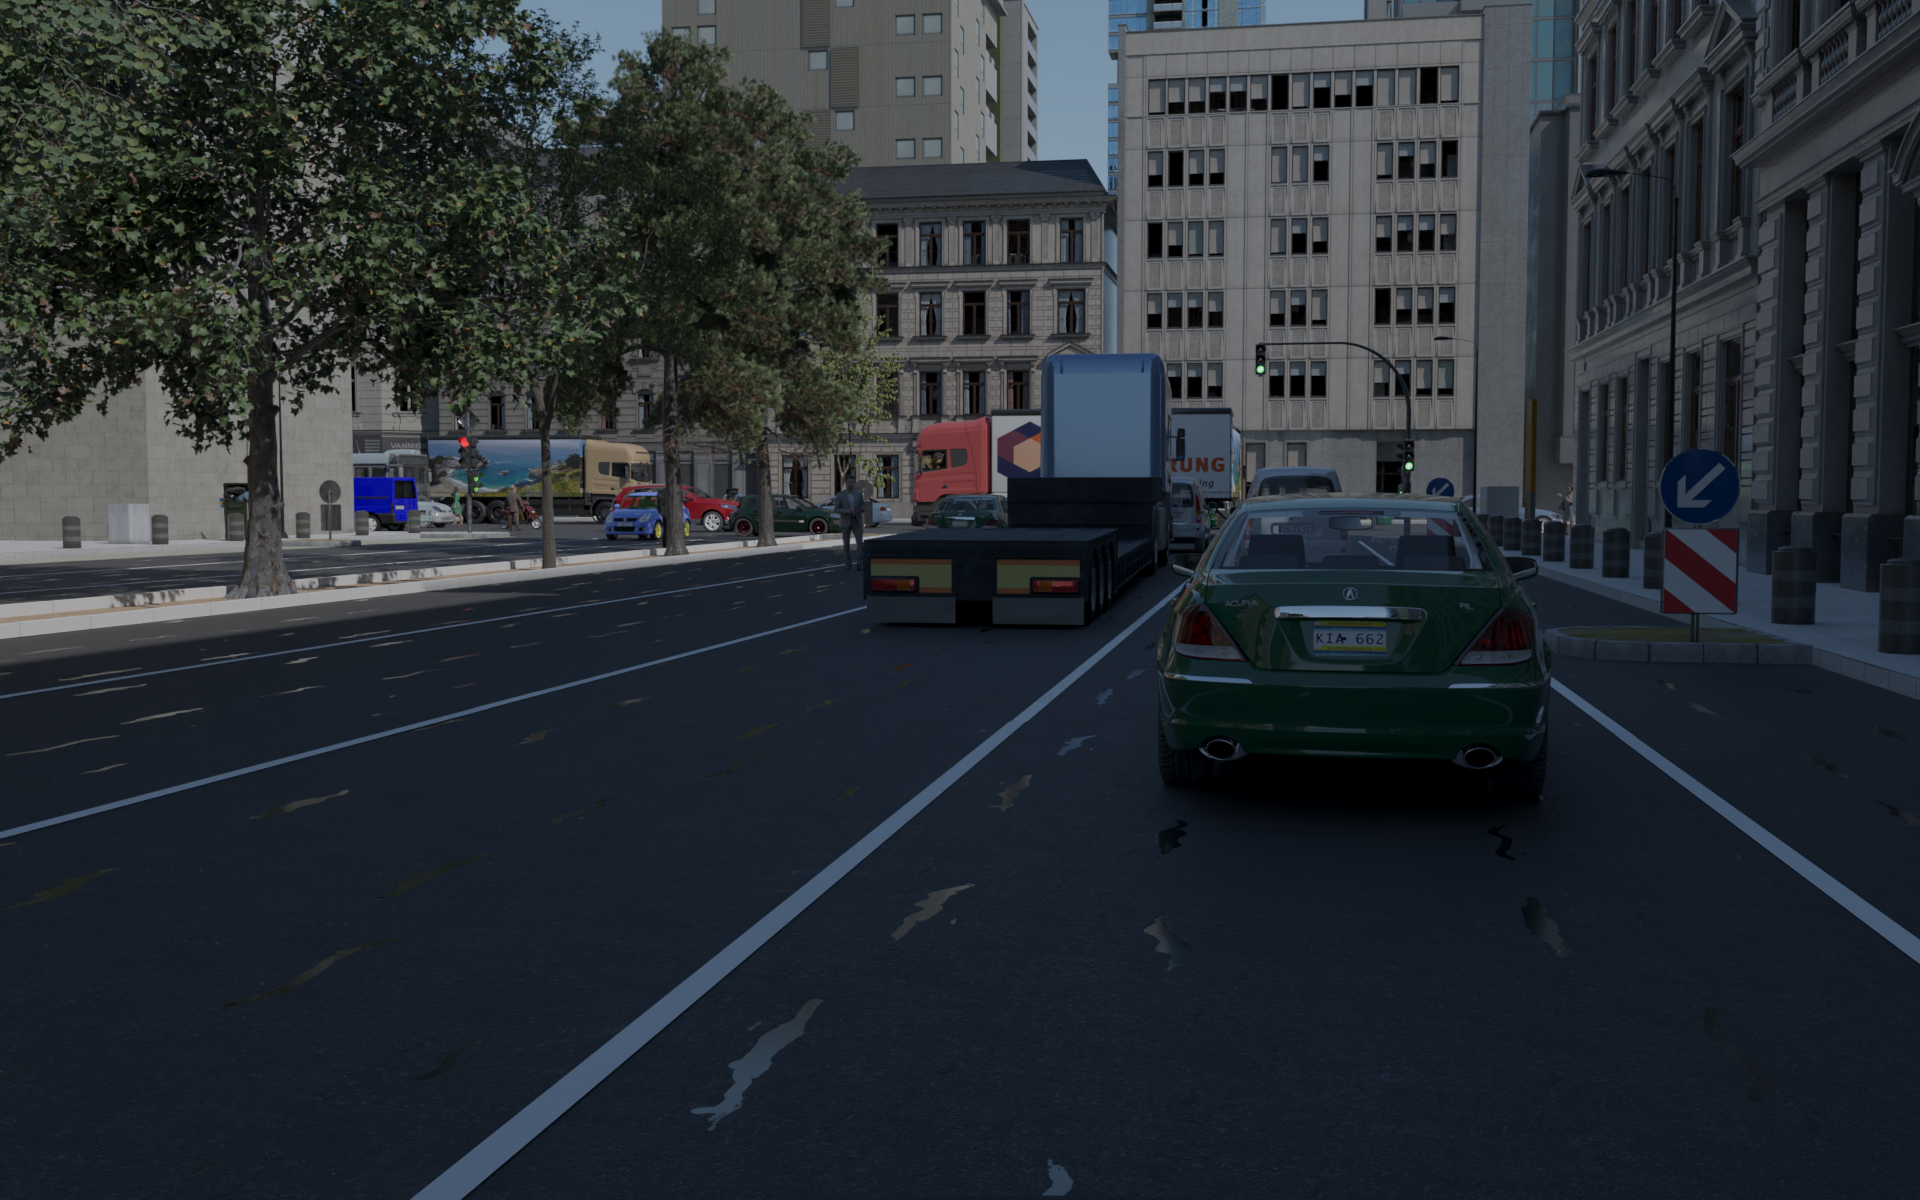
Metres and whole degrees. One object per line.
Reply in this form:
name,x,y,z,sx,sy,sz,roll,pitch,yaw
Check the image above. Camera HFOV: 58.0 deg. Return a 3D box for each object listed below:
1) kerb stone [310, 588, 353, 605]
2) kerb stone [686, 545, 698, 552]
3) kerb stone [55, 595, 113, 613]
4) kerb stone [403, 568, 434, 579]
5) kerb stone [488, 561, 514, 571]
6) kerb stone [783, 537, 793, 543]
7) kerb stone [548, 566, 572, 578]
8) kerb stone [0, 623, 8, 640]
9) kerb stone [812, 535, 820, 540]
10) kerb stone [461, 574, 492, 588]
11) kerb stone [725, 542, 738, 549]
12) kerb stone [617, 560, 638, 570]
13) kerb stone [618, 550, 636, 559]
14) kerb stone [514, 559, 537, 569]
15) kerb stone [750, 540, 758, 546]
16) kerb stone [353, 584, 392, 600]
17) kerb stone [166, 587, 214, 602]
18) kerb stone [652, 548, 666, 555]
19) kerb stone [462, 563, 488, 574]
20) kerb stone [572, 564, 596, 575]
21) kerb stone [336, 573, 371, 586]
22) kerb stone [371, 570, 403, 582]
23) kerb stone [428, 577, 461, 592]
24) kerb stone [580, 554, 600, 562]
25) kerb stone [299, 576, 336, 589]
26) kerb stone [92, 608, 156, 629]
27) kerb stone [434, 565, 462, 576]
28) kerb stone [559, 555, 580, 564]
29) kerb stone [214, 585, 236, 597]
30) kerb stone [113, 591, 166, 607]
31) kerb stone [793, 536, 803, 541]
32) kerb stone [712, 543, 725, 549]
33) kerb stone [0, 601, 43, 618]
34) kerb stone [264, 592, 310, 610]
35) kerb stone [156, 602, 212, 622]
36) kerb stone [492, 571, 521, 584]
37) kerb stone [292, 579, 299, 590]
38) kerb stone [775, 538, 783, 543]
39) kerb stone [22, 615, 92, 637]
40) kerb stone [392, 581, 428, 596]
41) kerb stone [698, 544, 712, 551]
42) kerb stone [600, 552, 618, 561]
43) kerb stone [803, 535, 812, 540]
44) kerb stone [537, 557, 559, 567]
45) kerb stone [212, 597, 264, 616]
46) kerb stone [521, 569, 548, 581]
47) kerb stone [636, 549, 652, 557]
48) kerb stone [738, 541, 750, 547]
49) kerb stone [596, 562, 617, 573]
kerb stone,-8.365,-0.040,22.849,0.120,0.150,1.000,1,4,11
kerb stone,-6.711,-1.240,42.469,0.120,0.150,1.000,1,4,11
kerb stone,-10.816,0.061,21.249,0.120,0.150,1.000,1,4,11
kerb stone,-9.254,-0.436,29.324,0.120,0.150,1.000,1,4,11
kerb stone,-8.663,-0.621,32.356,0.120,0.150,1.000,1,4,11
kerb stone,-5.146,-1.731,50.560,0.120,0.150,1.000,1,4,11
kerb stone,-7.001,-0.472,29.916,0.120,0.150,1.000,1,4,11
kerb stone,-9.536,0.335,16.787,0.120,0.150,1.000,1,4,11
kerb stone,-4.568,-1.921,53.600,0.120,0.150,1.000,1,4,11
kerb stone,-7.584,-0.287,26.889,0.120,0.150,1.000,1,4,11
kerb stone,-6.125,-1.425,45.497,0.120,0.150,1.000,1,4,11
kerb stone,-6.414,-0.653,32.948,0.120,0.150,1.000,1,4,11
kerb stone,-7.491,-0.991,38.429,0.120,0.150,1.000,1,4,11
kerb stone,-8.475,-0.683,33.366,0.120,0.150,1.000,1,4,11
kerb stone,-5.739,-1.549,47.526,0.120,0.150,1.000,1,4,11
kerb stone,-8.176,-0.101,23.859,0.120,0.150,1.000,1,4,11
kerb stone,-10.422,-0.065,23.265,0.120,0.150,1.000,1,4,11
kerb stone,-7.099,-1.115,40.446,0.120,0.150,1.000,1,4,11
kerb stone,-8.864,-0.559,31.341,0.120,0.150,1.000,1,4,11
kerb stone,-6.808,-0.534,30.925,0.120,0.150,1.000,1,4,11
kerb stone,-9.641,-0.313,27.306,0.120,0.150,1.000,1,4,11
kerb stone,-9.454,-0.374,28.316,0.120,0.150,1.000,1,4,11
kerb stone,-7.786,-0.225,25.880,0.120,0.150,1.000,1,4,11
kerb stone,-7.884,-0.869,36.411,0.120,0.150,1.000,1,4,11
kerb stone,-9.840,-0.249,26.299,0.120,0.150,1.000,1,4,11
kerb stone,-9.144,0.211,18.815,0.120,0.150,1.000,1,4,11
kerb stone,-9.054,-0.498,30.331,0.120,0.150,1.000,1,4,11
kerb stone,-8.072,-0.803,35.400,0.120,0.150,1.000,1,4,11
kerb stone,-10.228,-0.125,24.276,0.120,0.150,1.000,1,4,11
kerb stone,-10.612,-0.003,22.255,0.120,0.150,1.000,1,4,11
kerb stone,-4.952,-1.797,51.568,0.120,0.150,1.000,1,4,11
kerb stone,-6.326,-1.364,44.489,0.120,0.150,1.000,1,4,11
kerb stone,-11.011,0.120,20.240,0.120,0.150,1.000,1,4,11
kerb stone,-8.561,0.023,21.841,0.120,0.150,1.000,1,4,11
kerb stone,-8.951,0.145,19.824,0.120,0.150,1.000,1,4,11
kerb stone,-7.395,-0.349,27.900,0.120,0.150,1.000,1,4,11
kerb stone,-10.033,-0.187,25.287,0.120,0.150,1.000,1,4,11
kerb stone,-5.333,-1.667,49.547,0.120,0.150,1.000,1,4,11
kerb stone,-9.342,0.272,17.800,0.120,0.150,1.000,1,4,11
kerb stone,-7.976,-0.164,24.870,0.120,0.150,1.000,1,4,11
kerb stone,-6.513,-1.302,43.479,0.120,0.150,1.000,1,4,11
kerb stone,-7.689,-0.931,37.421,0.120,0.150,1.000,1,4,11
kerb stone,-4.757,-1.858,52.578,0.120,0.150,1.000,1,4,11
kerb stone,-8.274,-0.745,34.374,0.120,0.150,1.000,1,4,11
kerb stone,-8.753,0.083,20.832,0.120,0.150,1.000,1,4,11
kerb stone,-7.190,-0.410,28.906,0.120,0.150,1.000,1,4,11
kerb stone,-7.303,-1.055,39.439,0.120,0.150,1.000,1,4,11
kerb stone,-5.928,-1.487,46.510,0.120,0.150,1.000,1,4,11
kerb stone,-6.614,-0.596,31.934,0.120,0.150,1.000,1,4,11
